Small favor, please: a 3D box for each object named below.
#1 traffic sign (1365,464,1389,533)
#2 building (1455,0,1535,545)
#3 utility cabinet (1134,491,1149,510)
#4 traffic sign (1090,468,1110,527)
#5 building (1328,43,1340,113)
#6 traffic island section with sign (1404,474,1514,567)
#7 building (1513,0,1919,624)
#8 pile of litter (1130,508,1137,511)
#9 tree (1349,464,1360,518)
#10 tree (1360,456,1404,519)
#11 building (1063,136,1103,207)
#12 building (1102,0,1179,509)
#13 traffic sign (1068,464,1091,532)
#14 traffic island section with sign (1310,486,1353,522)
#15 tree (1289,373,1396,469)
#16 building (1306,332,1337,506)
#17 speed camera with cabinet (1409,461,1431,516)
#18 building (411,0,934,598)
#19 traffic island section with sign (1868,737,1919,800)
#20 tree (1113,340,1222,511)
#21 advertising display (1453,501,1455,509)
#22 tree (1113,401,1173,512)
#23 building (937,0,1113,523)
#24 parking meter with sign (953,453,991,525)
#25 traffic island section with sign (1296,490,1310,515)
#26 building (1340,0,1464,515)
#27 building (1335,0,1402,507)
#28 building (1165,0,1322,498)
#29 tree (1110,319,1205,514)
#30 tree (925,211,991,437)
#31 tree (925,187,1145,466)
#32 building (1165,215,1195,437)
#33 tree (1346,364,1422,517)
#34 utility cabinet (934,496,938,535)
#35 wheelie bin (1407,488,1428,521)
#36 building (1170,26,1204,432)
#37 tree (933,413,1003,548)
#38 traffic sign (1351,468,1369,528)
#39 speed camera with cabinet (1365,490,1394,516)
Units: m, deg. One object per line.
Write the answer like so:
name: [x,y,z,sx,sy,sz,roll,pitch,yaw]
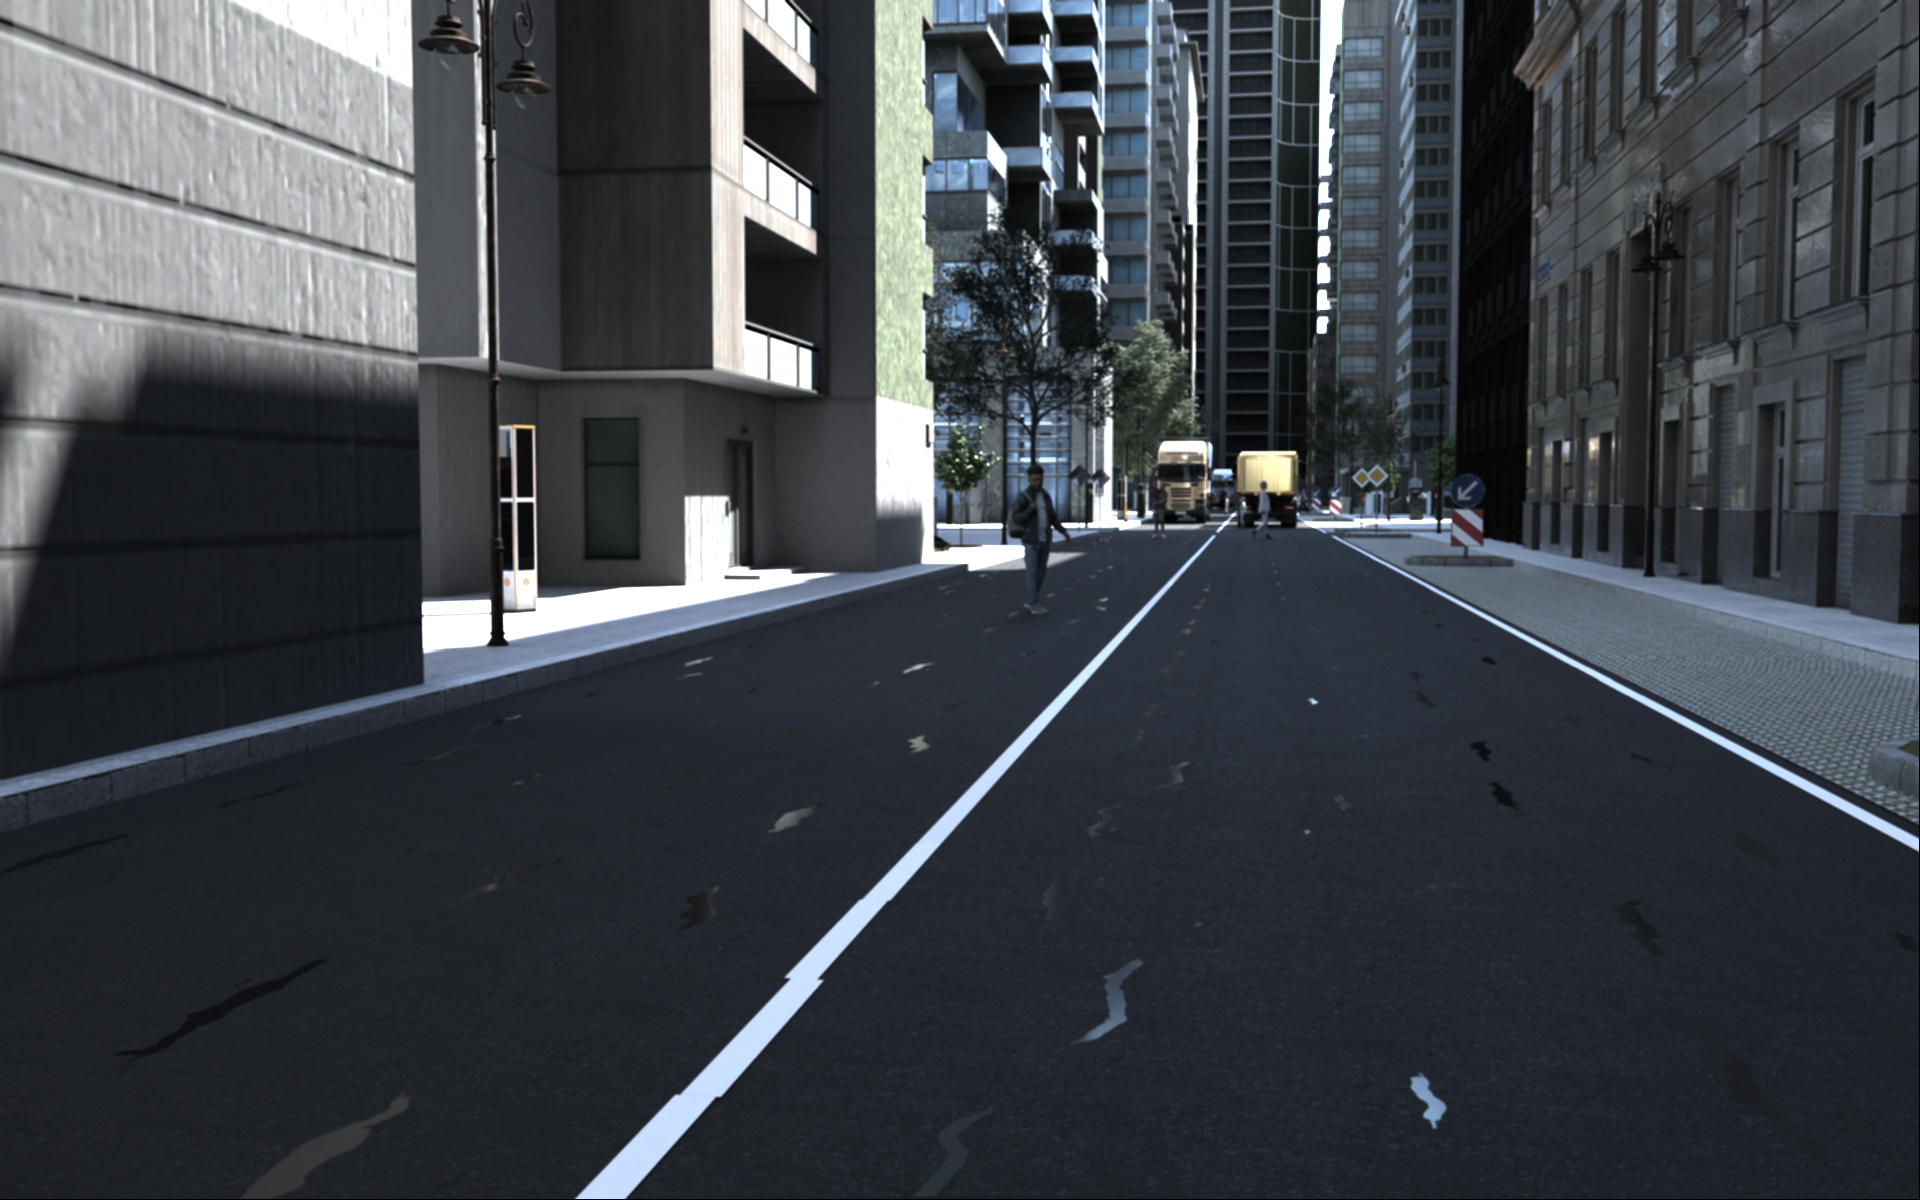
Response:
traffic sign: [13.758,-3.275,57.189,0.795,2.450,0.064,1,4,10]
building: [20.999,-13.318,47.422,12.332,23.373,15.834,1,4,10]
utility cabinet: [14.046,-7.671,134.092,1.173,1.500,0.318,-1,4,-21]
traffic sign: [5.385,-3.858,66.718,0.795,2.450,0.064,1,4,10]
building: [47.129,-33.523,167.707,23.786,49.044,30.456,1,4,10]
traffic island section with sign: [10.028,-1.610,34.952,1.989,1.847,2.006,1,4,10]
building: [16.840,-14.067,27.262,12.463,27.353,25.104,1,4,10]
pile of litter: [13.429,-7.058,129.357,1.176,0.858,1.719,-1,4,-21]
tree: [22.244,-6.118,94.636,1.663,3.219,1.824,0,3,0]
tree: [21.626,-5.723,88.176,1.663,3.219,1.824,0,3,0]
building: [2.484,-21.454,122.469,14.160,30.474,14.107,1,4,10]
building: [8.254,-32.900,157.521,23.786,49.044,30.456,1,4,10]
traffic sign: [4.054,-3.376,58.844,0.795,2.450,0.064,1,4,10]
traffic island section with sign: [19.234,-4.940,89.389,1.989,1.847,2.006,1,4,10]
tree: [29.469,-12.093,132.131,8.767,10.594,7.601,0,4,6]
building: [54.059,-21.552,197.421,27.650,21.520,28.899,1,4,10]
speed camera with cabinet: [27.798,-6.652,103.102,2.038,3.252,0.660,2,4,26]
building: [-8.569,-20.980,26.621,14.154,41.232,14.086,1,4,10]
traffic island section with sign: [5.487,0.033,8.091,1.989,1.847,2.006,1,4,10]
tree: [15.082,-13.719,134.672,12.009,13.543,11.850,0,3,0]
advertising display: [22.257,-4.352,76.368,0.974,1.923,0.123,2,4,33]
tree: [12.932,-10.473,121.598,4.360,8.622,3.978,0,3,0]
building: [-2.567,-47.585,90.681,22.319,86.520,31.000,1,4,10]
parking meter with sign: [0.493,-4.661,72.461,1.738,3.016,0.543,-3,5,-43]
traffic island section with sign: [23.767,-6.580,116.208,1.989,1.847,2.006,1,4,10]
building: [41.721,-25.742,112.767,32.217,40.220,23.993,1,4,10]
building: [38.815,-28.251,145.498,14.154,41.232,14.086,1,4,10]
building: [37.386,-48.490,231.056,20.611,71.187,20.563,1,4,10]
tree: [11.971,-11.873,112.244,7.486,12.596,7.792,0,3,0]
tree: [-1.234,-5.846,45.951,4.360,8.622,3.978,0,3,0]
tree: [2.066,-7.277,53.393,7.601,10.594,8.767,0,4,-6]
building: [16.848,-24.923,179.195,14.160,30.474,14.107,1,4,10]
tree: [24.022,-9.071,98.681,4.360,8.622,3.978,0,3,0]
utility cabinet: [-1.161,-2.342,49.450,1.020,1.237,0.306,-1,4,-21]
wheelie bin: [22.023,-4.621,83.456,0.980,1.594,0.693,1,4,17]
building: [14.282,-37.593,203.892,27.495,52.752,28.713,1,4,10]
tree: [-0.068,-2.881,41.701,1.663,3.219,1.824,0,3,0]
traffic sign: [15.089,-3.757,65.063,0.795,2.450,0.064,1,4,10]
speed camera with cabinet: [24.829,-6.611,102.426,2.038,3.252,0.660,-3,4,-38]
